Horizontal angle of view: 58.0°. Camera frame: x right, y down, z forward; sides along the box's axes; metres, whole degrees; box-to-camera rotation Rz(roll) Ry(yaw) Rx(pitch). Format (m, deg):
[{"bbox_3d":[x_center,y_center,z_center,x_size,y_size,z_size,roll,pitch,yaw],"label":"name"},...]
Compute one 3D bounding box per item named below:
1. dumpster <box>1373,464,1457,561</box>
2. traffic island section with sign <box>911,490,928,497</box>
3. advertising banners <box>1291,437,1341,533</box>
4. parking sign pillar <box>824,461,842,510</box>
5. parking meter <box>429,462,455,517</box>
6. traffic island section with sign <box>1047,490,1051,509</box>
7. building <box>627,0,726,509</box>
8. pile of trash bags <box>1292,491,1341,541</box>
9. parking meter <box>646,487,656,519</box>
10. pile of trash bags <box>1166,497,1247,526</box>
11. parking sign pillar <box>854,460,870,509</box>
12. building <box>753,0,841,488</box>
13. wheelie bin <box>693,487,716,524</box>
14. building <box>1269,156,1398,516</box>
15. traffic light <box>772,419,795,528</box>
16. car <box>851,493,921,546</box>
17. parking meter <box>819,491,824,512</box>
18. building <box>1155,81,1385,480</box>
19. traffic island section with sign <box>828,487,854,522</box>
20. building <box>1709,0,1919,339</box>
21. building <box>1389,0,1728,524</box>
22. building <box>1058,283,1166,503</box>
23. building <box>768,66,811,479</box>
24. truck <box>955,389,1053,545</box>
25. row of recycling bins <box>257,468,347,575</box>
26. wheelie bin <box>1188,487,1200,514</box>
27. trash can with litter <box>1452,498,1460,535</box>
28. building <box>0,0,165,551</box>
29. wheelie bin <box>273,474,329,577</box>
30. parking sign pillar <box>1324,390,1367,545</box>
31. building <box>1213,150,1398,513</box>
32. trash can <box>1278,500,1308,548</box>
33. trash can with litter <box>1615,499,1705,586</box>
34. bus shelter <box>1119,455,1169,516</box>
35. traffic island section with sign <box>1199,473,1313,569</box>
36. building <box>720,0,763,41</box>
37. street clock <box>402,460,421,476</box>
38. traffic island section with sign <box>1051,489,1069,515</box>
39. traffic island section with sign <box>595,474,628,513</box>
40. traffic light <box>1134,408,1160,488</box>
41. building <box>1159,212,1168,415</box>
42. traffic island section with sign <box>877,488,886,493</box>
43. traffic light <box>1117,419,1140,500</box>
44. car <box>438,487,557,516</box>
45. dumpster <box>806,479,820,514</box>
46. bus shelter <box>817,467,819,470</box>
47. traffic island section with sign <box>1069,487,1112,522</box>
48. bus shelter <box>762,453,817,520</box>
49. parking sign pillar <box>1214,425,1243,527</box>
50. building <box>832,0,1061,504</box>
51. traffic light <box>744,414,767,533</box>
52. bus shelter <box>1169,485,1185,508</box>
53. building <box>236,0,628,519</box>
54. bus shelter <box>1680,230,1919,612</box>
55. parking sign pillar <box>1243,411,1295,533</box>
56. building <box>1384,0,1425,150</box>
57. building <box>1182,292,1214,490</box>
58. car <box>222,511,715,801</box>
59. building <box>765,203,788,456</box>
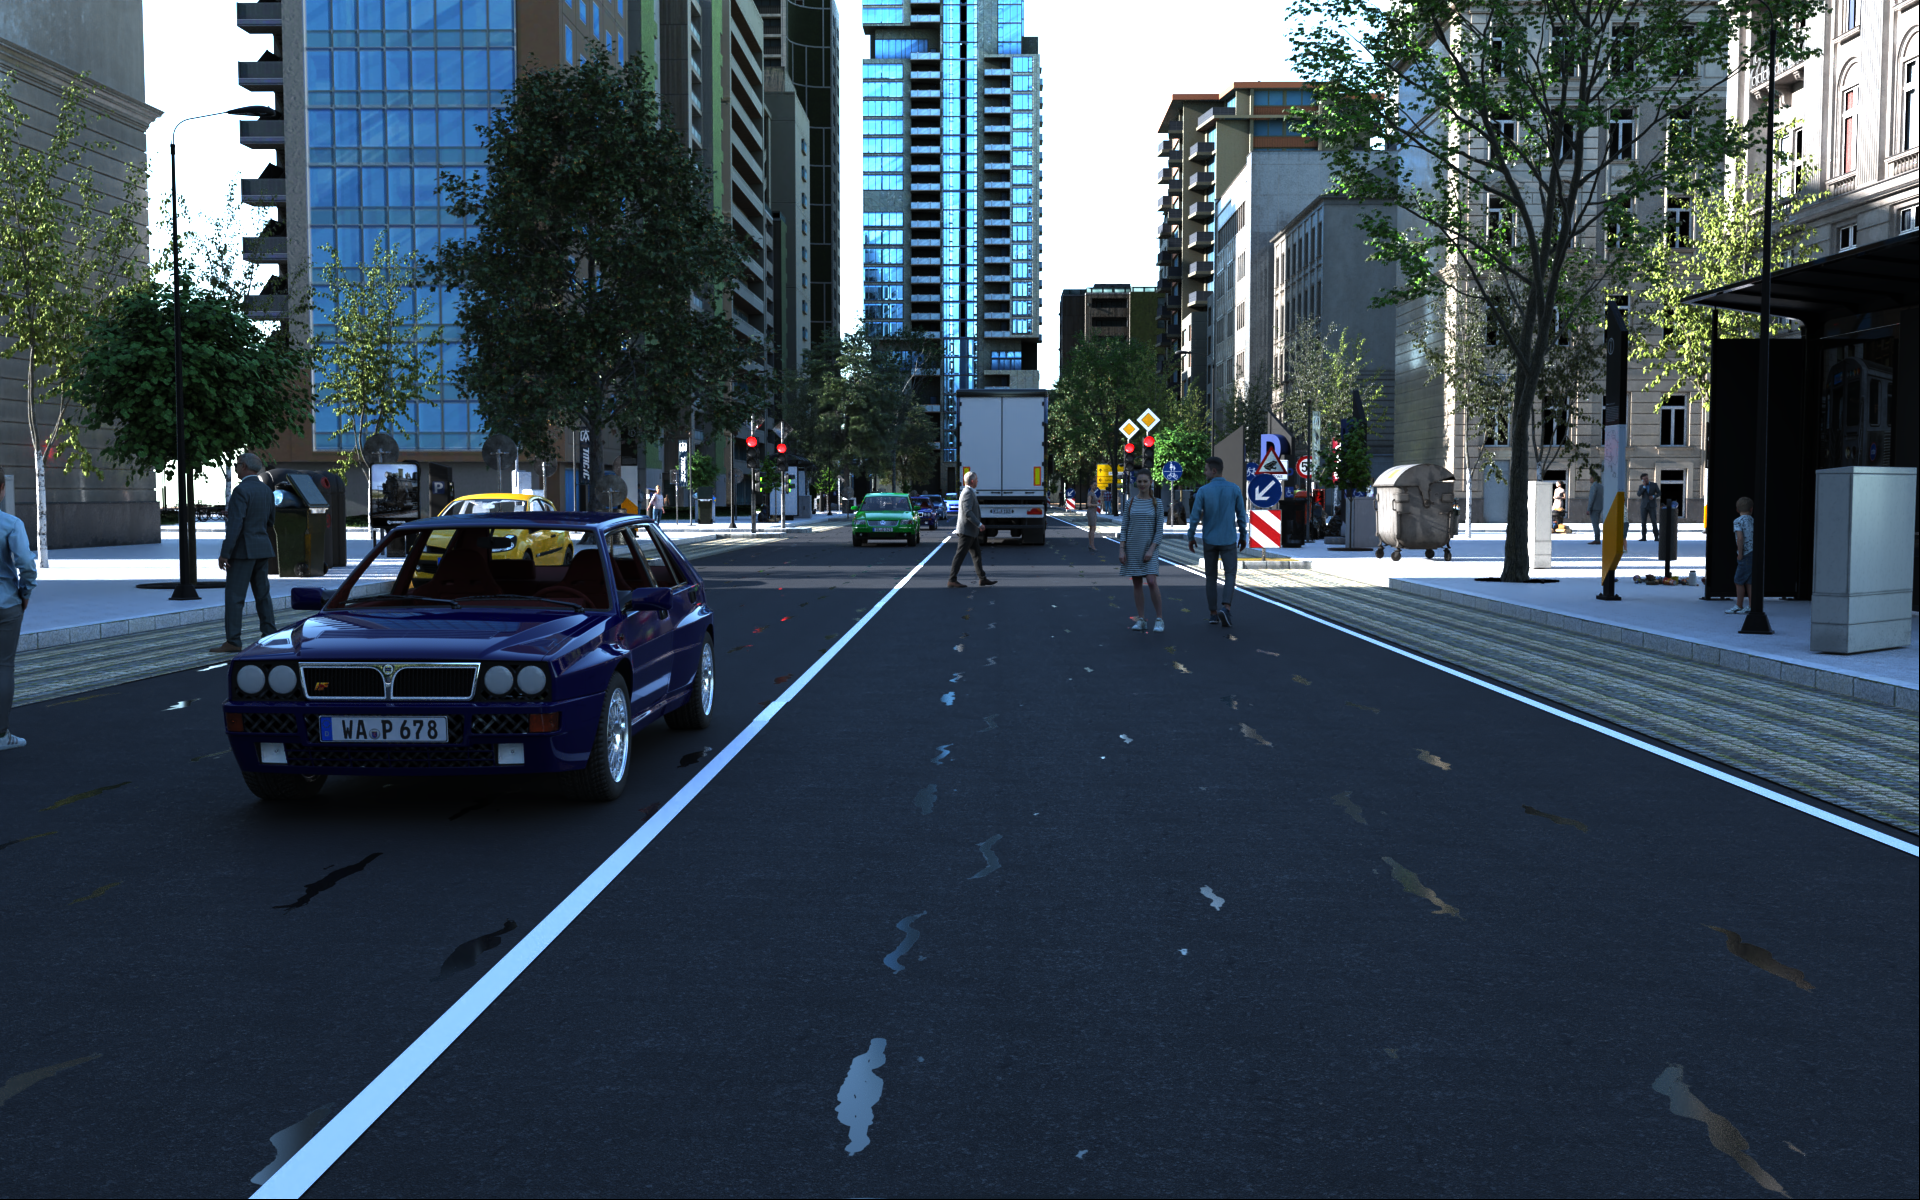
[{"bbox_3d":[8.840,-1.707,33.665,1.264,1.857,1.865,0,4,1],"label":"dumpster"},{"bbox_3d":[-4.355,-9.660,166.564,1.989,1.847,2.006,0,4,1],"label":"traffic island section with sign"},{"bbox_3d":[11.114,-3.518,53.711,0.090,3.025,2.074,-3,5,-40],"label":"advertising banners"},{"bbox_3d":[-10.191,-9.203,138.940,1.447,3.967,1.447,3,5,41],"label":"parking sign pillar"},{"bbox_3d":[-9.422,-1.578,31.508,0.399,1.863,0.255,0,4,3],"label":"parking meter"},{"bbox_3d":[8.272,-9.707,167.343,1.989,1.847,2.006,0,4,1],"label":"traffic island section with sign"},{"bbox_3d":[-26.105,-27.456,132.497,14.154,41.232,14.086,0,4,1],"label":"building"},{"bbox_3d":[10.119,-2.372,48.537,1.912,1.369,3.447,2,4,30],"label":"pile of trash bags"},{"bbox_3d":[-11.745,-3.516,65.891,0.372,1.533,0.369,0,3,0],"label":"parking meter"},{"bbox_3d":[10.088,-3.756,71.156,3.447,1.369,1.912,1,4,21],"label":"pile of trash bags"},{"bbox_3d":[-7.728,-9.045,136.364,1.447,3.967,1.447,2,4,33],"label":"parking sign pillar"},{"bbox_3d":[-27.975,-49.288,244.110,20.611,71.187,20.563,0,4,1],"label":"building"},{"bbox_3d":[-10.907,-4.036,73.898,0.980,1.594,0.693,-1,4,-9],"label":"wheelie bin"},{"bbox_3d":[25.810,-15.920,109.449,9.793,20.994,18.267,0,4,1],"label":"building"},{"bbox_3d":[-6.597,-4.634,64.694,0.839,4.253,0.868,0,4,1],"label":"traffic light"},{"bbox_3d":[-2.062,-2.457,48.967,1.959,1.807,4.718,0,4,0],"label":"car"},{"bbox_3d":[-10.027,-7.170,125.632,0.372,1.533,0.369,0,3,0],"label":"parking meter"},{"bbox_3d":[32.836,-32.618,187.934,22.147,44.769,28.867,0,4,1],"label":"building"},{"bbox_3d":[-5.817,-5.013,90.592,1.989,1.847,2.006,0,4,1],"label":"traffic island section with sign"},{"bbox_3d":[25.329,-11.686,32.869,13.314,21.916,24.055,0,4,1],"label":"building"},{"bbox_3d":[33.631,-17.293,80.000,25.104,27.353,12.463,0,4,1],"label":"building"},{"bbox_3d":[20.917,-28.695,240.869,14.107,30.474,14.160,0,4,1],"label":"building"},{"bbox_3d":[-28.379,-34.897,194.272,21.600,48.544,21.300,0,4,1],"label":"building"},{"bbox_3d":[1.391,-3.843,51.750,2.839,4.237,11.283,0,4,3],"label":"truck"},{"bbox_3d":[-11.161,-1.355,29.259,1.069,1.692,3.534,0,4,-8],"label":"row of recycling bins"},{"bbox_3d":[11.396,-4.608,83.256,0.693,1.594,0.980,-1,4,-21],"label":"wheelie bin"},{"bbox_3d":[15.114,-2.618,54.195,1.055,1.170,0.624,1,4,20],"label":"trash can with litter"},{"bbox_3d":[-33.060,-14.782,38.949,25.104,27.353,12.463,0,4,1],"label":"building"},{"bbox_3d":[-10.262,-1.159,26.864,0.693,1.594,0.980,1,4,8],"label":"wheelie bin"},{"bbox_3d":[10.094,-3.420,44.388,1.447,3.967,1.447,0,4,3],"label":"parking sign pillar"},{"bbox_3d":[26.197,-19.042,129.362,12.078,24.808,19.932,0,4,1],"label":"building"},{"bbox_3d":[7.955,-1.825,41.493,0.748,1.137,0.748,0,3,0],"label":"trash can"},{"bbox_3d":[10.336,-0.854,25.015,1.678,1.210,2.233,1,4,21],"label":"trash can with litter"},{"bbox_3d":[9.612,-5.969,91.516,2.014,3.302,5.546,0,4,1],"label":"bus shelter"},{"bbox_3d":[5.717,-1.539,33.786,1.989,1.847,2.006,0,4,1],"label":"traffic island section with sign"},{"bbox_3d":[-29.066,-32.277,151.428,21.300,48.544,21.600,0,4,1],"label":"building"},{"bbox_3d":[-11.686,-1.975,36.860,0.471,2.002,0.358,3,5,40],"label":"street clock"},{"bbox_3d":[7.317,-6.621,116.878,1.989,1.847,2.006,0,4,1],"label":"traffic island section with sign"},{"bbox_3d":[-6.900,-1.551,33.981,1.989,1.847,2.006,0,4,1],"label":"traffic island section with sign"},{"bbox_3d":[6.109,-4.132,56.481,0.839,4.253,0.868,0,4,1],"label":"traffic light"},{"bbox_3d":[35.141,-34.072,240.669,14.086,41.232,14.154,0,4,1],"label":"building"},{"bbox_3d":[-5.292,-6.680,117.840,1.989,1.847,2.006,0,4,1],"label":"traffic island section with sign"},{"bbox_3d":[6.262,-4.620,64.465,0.839,4.253,0.868,0,4,1],"label":"traffic light"},{"bbox_3d":[-7.249,-1.023,26.947,2.015,1.641,3.980,0,4,1],"label":"car"},{"bbox_3d":[-9.755,-6.587,110.199,1.502,2.255,1.985,0,4,1],"label":"dumpster"},{"bbox_3d":[-9.571,-6.624,102.224,2.014,3.302,5.546,0,4,1],"label":"bus shelter"},{"bbox_3d":[6.772,-4.926,89.172,1.989,1.847,2.006,0,4,1],"label":"traffic island section with sign"},{"bbox_3d":[-8.587,-5.671,86.651,2.014,3.302,5.546,0,4,1],"label":"bus shelter"},{"bbox_3d":[10.565,-4.862,67.969,1.447,3.967,1.447,2,4,31],"label":"parking sign pillar"},{"bbox_3d":[-1.565,-56.910,243.141,31.000,86.520,22.319,0,4,1],"label":"building"},{"bbox_3d":[-6.750,-4.146,56.711,0.839,4.253,0.868,0,4,1],"label":"traffic light"},{"bbox_3d":[11.593,-6.320,97.263,2.014,3.302,5.546,0,4,1],"label":"bus shelter"},{"bbox_3d":[-23.987,-26.387,81.541,14.600,45.320,14.200,0,4,1],"label":"building"},{"bbox_3d":[9.440,-1.623,17.824,1.731,3.624,6.357,0,4,1],"label":"bus shelter"},{"bbox_3d":[10.233,-4.120,55.835,1.447,3.967,1.447,-2,4,-26],"label":"parking sign pillar"},{"bbox_3d":[57.830,-46.143,192.681,20.611,71.187,20.563,0,4,1],"label":"building"},{"bbox_3d":[35.703,-19.173,158.514,27.650,21.520,28.899,0,4,1],"label":"building"},{"bbox_3d":[-2.419,0.199,9.321,1.945,1.354,3.894,0,4,1],"label":"car"},{"bbox_3d":[-24.719,-24.347,169.781,14.160,30.474,14.107,0,4,1],"label":"building"}]
